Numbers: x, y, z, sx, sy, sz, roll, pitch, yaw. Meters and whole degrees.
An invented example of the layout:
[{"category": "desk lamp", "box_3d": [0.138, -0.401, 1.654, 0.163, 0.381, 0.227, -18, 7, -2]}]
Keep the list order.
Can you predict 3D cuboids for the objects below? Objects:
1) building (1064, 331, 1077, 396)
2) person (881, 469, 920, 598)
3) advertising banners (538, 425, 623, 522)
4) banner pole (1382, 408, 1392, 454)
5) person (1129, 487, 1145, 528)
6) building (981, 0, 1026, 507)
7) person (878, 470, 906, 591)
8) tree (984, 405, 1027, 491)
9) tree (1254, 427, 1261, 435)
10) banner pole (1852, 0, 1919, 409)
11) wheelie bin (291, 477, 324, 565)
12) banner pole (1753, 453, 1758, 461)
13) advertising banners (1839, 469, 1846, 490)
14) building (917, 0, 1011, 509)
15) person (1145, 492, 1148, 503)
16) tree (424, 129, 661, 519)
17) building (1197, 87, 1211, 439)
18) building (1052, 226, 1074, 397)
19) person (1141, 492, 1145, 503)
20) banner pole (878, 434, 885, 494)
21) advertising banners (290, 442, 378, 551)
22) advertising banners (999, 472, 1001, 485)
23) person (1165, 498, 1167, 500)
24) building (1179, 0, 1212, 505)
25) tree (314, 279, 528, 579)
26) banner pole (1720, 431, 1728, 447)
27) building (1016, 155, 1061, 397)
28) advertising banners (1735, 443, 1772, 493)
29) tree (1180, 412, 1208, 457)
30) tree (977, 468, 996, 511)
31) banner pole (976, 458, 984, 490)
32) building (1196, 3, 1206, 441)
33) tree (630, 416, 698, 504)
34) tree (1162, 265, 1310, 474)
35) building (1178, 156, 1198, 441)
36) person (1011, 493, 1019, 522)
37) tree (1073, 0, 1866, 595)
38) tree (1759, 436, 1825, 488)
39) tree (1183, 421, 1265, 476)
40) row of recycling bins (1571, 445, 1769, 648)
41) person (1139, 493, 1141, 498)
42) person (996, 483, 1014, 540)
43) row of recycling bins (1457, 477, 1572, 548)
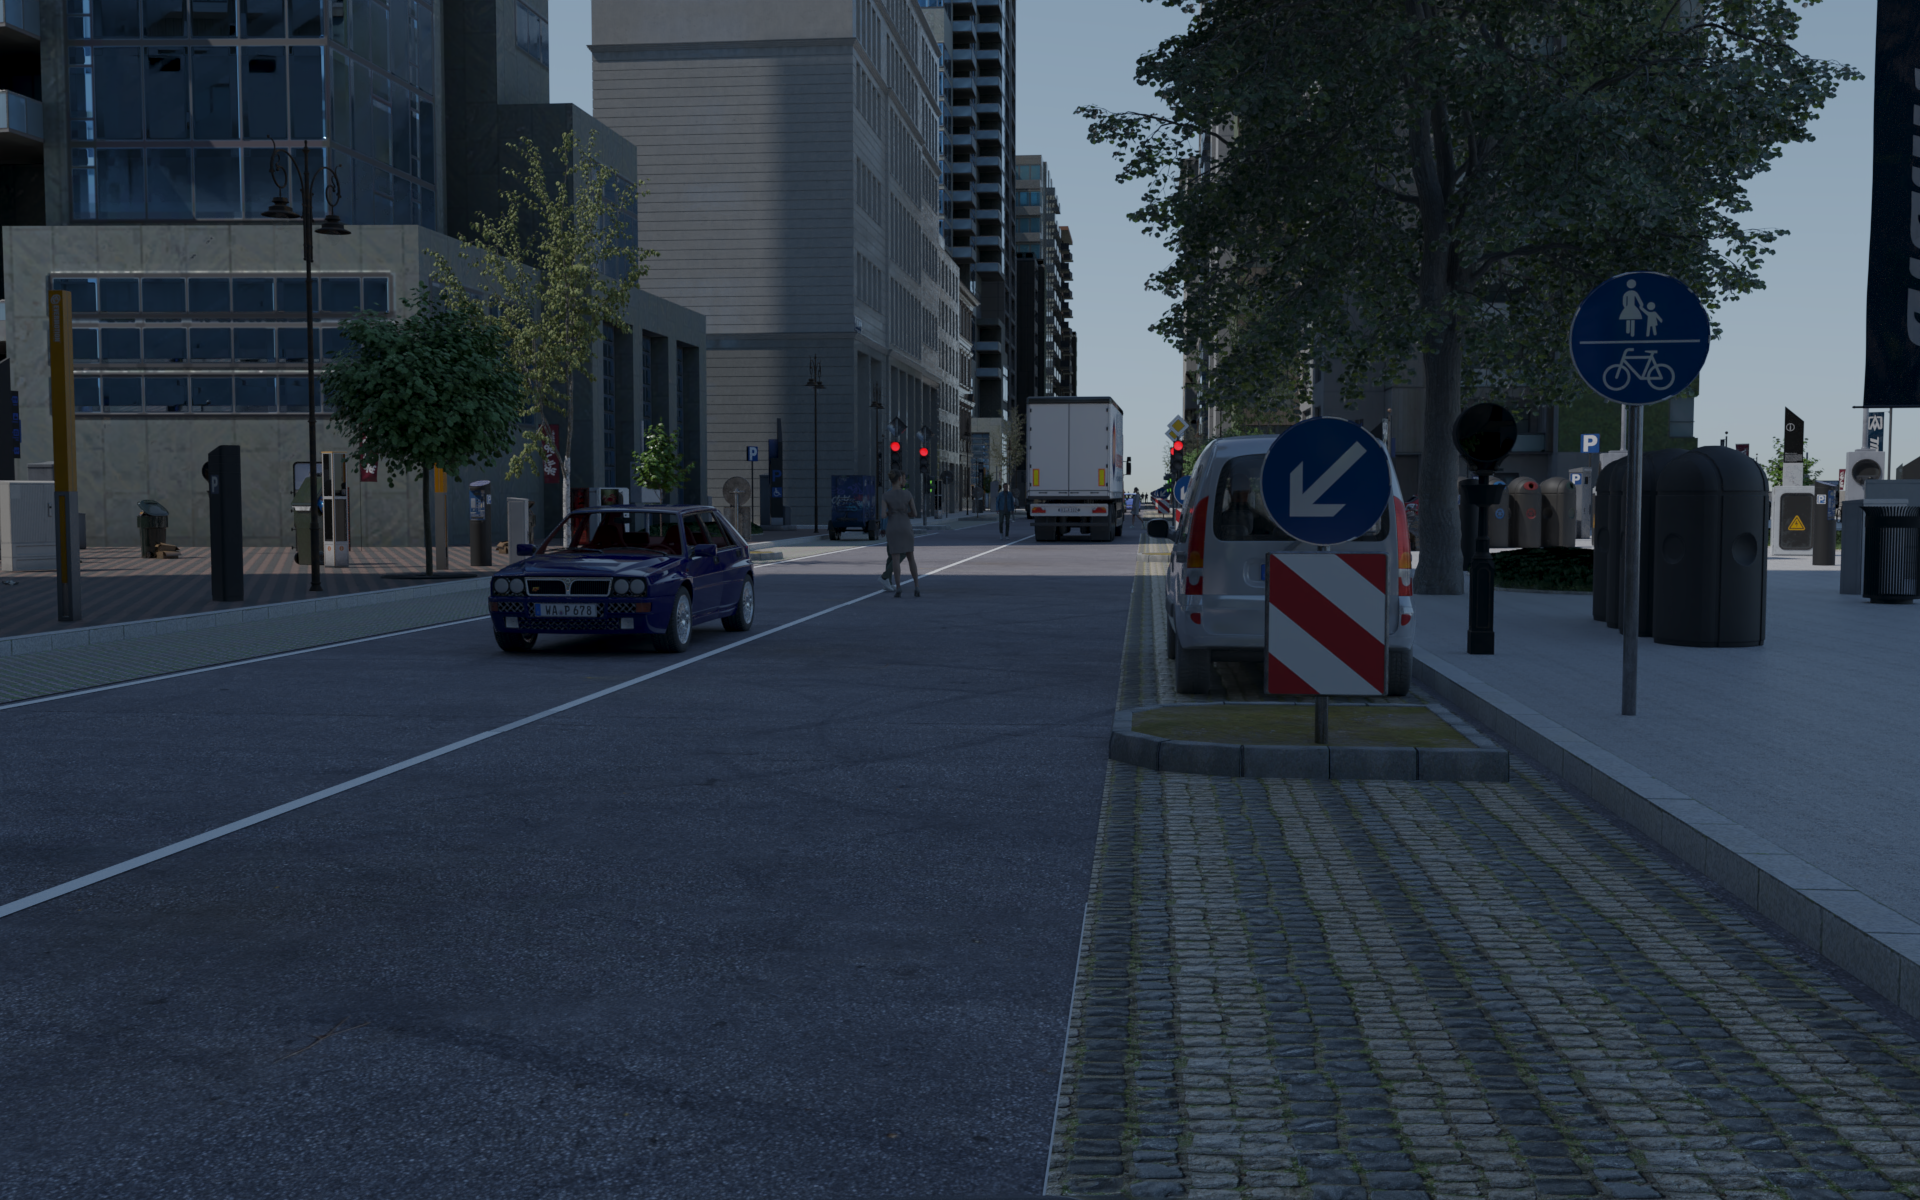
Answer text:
[{"category": "building", "box_3d": [12.750, -32.104, 296.593, 14.160, 30.474, 14.107, 0, 4, 6]}, {"category": "person", "box_3d": [-0.826, -0.929, 24.035, 0.599, 1.781, 0.374, -1, 4, -15]}, {"category": "advertising banners", "box_3d": [-9.478, -2.880, 43.269, 2.074, 3.025, 0.090, 0, 4, 0]}, {"category": "banner pole", "box_3d": [12.432, -3.700, 50.515, 0.401, 3.779, 0.863, 2, 4, 32]}, {"category": "person", "box_3d": [7.459, -3.903, 73.059, 0.760, 1.731, 0.466, -2, 4, -35]}, {"category": "building", "box_3d": [-2.319, -45.757, 186.382, 20.563, 71.187, 20.611, 0, 4, 6]}, {"category": "person", "box_3d": [-1.002, -1.014, 25.416, 0.444, 1.785, 0.601, -1, 4, -10]}, {"category": "tree", "box_3d": [3.984, -11.795, 143.212, 4.360, 8.622, 3.978, 0, 3, 0]}, {"category": "tree", "box_3d": [8.578, -3.394, 50.099, 1.663, 3.219, 1.824, 0, 3, 0]}, {"category": "banner pole", "box_3d": [3.613, -0.983, 6.092, 0.863, 3.779, 0.401, 1, 4, 11]}, {"category": "wheelie bin", "box_3d": [-11.696, -1.443, 31.505, 0.980, 1.594, 0.693, 2, 4, 32]}, {"category": "banner pole", "box_3d": [48.694, -7.116, 106.366, 0.863, 3.779, 0.401, -1, 4, -13]}, {"category": "advertising banners", "box_3d": [60.674, -7.606, 120.549, 0.090, 3.025, 2.074, -2, 4, -27]}, {"category": "building", "box_3d": [-5.946, -51.849, 160.397, 22.319, 86.520, 31.000, 0, 4, 6]}, {"category": "person", "box_3d": [28.644, -15.685, 265.864, 0.541, 1.710, 0.530, 1, 4, 20]}, {"category": "tree", "box_3d": [-8.098, -5.144, 34.466, 4.737, 8.622, 4.395, 0, 3, 0]}, {"category": "building", "box_3d": [34.908, -33.692, 170.475, 23.786, 49.044, 30.456, 0, 4, 6]}, {"category": "building", "box_3d": [6.585, -37.955, 275.184, 22.147, 44.769, 28.867, 0, 4, 6]}, {"category": "person", "box_3d": [28.921, -16.158, 273.210, 0.750, 1.759, 0.617, -3, 5, -44]}, {"category": "banner pole", "box_3d": [-3.297, -5.055, 72.666, 0.401, 3.779, 0.863, -2, 4, -24]}, {"category": "advertising banners", "box_3d": [-13.913, -2.599, 38.683, 2.074, 3.025, 0.090, 0, 4, 1]}, {"category": "advertising banners", "box_3d": [2.987, -8.679, 138.082, 0.090, 3.025, 2.074, -1, 4, -13]}, {"category": "person", "box_3d": [14.726, -7.057, 124.158, 0.850, 1.792, 0.678, 0, 4, 2]}, {"category": "building", "box_3d": [36.907, -54.269, 199.964, 22.319, 86.520, 31.000, 0, 4, 6]}, {"category": "tree", "box_3d": [-8.214, -2.629, 26.691, 4.285, 4.588, 4.351, 0, 3, 0]}, {"category": "banner pole", "box_3d": [30.498, -4.844, 69.218, 0.401, 3.779, 0.863, 0, 4, 3]}, {"category": "building", "box_3d": [2.749, -38.292, 245.689, 23.786, 49.044, 30.456, 0, 4, 6]}, {"category": "advertising banners", "box_3d": [27.454, -3.858, 59.270, 0.090, 3.025, 2.074, -2, 4, -34]}, {"category": "tree", "box_3d": [20.985, -12.455, 153.999, 4.360, 8.622, 3.978, 0, 3, 0]}, {"category": "tree", "box_3d": [2.003, -8.280, 129.983, 1.663, 3.219, 1.824, 0, 3, 0]}, {"category": "banner pole", "box_3d": [1.309, -7.896, 119.119, 0.863, 3.779, 0.401, 3, 5, 40]}, {"category": "building", "box_3d": [41.050, -48.924, 238.164, 20.563, 71.187, 20.611, 0, 4, 6]}, {"category": "tree", "box_3d": [-7.252, -2.941, 42.684, 1.663, 3.219, 1.824, 0, 3, 0]}, {"category": "tree", "box_3d": [9.239, -6.400, 54.995, 4.737, 8.622, 4.395, 0, 3, 0]}, {"category": "building", "box_3d": [47.588, -41.174, 262.431, 28.713, 52.752, 27.495, 0, 4, 6]}, {"category": "person", "box_3d": [2.712, -4.732, 88.458, 0.523, 1.515, 0.503, -3, 5, -43]}, {"category": "tree", "box_3d": [6.275, -7.048, 21.898, 9.857, 13.997, 8.962, 0, 3, 0]}, {"category": "tree", "box_3d": [23.810, -3.372, 49.732, 1.663, 3.219, 1.824, 0, 3, 0]}, {"category": "tree", "box_3d": [12.284, -5.680, 76.583, 4.285, 4.588, 4.351, 0, 3, 0]}, {"category": "row of recycling bins", "box_3d": [6.588, -0.550, 16.104, 1.069, 1.692, 3.534, 1, 4, 10]}, {"category": "person", "box_3d": [28.766, -16.539, 278.935, 0.705, 1.821, 1.348, 3, 5, 39]}, {"category": "person", "box_3d": [1.409, -2.776, 54.235, 0.601, 1.785, 0.444, 0, 4, -5]}, {"category": "row of recycling bins", "box_3d": [13.027, -2.090, 41.279, 3.534, 1.692, 1.069, -1, 4, -17]}]
